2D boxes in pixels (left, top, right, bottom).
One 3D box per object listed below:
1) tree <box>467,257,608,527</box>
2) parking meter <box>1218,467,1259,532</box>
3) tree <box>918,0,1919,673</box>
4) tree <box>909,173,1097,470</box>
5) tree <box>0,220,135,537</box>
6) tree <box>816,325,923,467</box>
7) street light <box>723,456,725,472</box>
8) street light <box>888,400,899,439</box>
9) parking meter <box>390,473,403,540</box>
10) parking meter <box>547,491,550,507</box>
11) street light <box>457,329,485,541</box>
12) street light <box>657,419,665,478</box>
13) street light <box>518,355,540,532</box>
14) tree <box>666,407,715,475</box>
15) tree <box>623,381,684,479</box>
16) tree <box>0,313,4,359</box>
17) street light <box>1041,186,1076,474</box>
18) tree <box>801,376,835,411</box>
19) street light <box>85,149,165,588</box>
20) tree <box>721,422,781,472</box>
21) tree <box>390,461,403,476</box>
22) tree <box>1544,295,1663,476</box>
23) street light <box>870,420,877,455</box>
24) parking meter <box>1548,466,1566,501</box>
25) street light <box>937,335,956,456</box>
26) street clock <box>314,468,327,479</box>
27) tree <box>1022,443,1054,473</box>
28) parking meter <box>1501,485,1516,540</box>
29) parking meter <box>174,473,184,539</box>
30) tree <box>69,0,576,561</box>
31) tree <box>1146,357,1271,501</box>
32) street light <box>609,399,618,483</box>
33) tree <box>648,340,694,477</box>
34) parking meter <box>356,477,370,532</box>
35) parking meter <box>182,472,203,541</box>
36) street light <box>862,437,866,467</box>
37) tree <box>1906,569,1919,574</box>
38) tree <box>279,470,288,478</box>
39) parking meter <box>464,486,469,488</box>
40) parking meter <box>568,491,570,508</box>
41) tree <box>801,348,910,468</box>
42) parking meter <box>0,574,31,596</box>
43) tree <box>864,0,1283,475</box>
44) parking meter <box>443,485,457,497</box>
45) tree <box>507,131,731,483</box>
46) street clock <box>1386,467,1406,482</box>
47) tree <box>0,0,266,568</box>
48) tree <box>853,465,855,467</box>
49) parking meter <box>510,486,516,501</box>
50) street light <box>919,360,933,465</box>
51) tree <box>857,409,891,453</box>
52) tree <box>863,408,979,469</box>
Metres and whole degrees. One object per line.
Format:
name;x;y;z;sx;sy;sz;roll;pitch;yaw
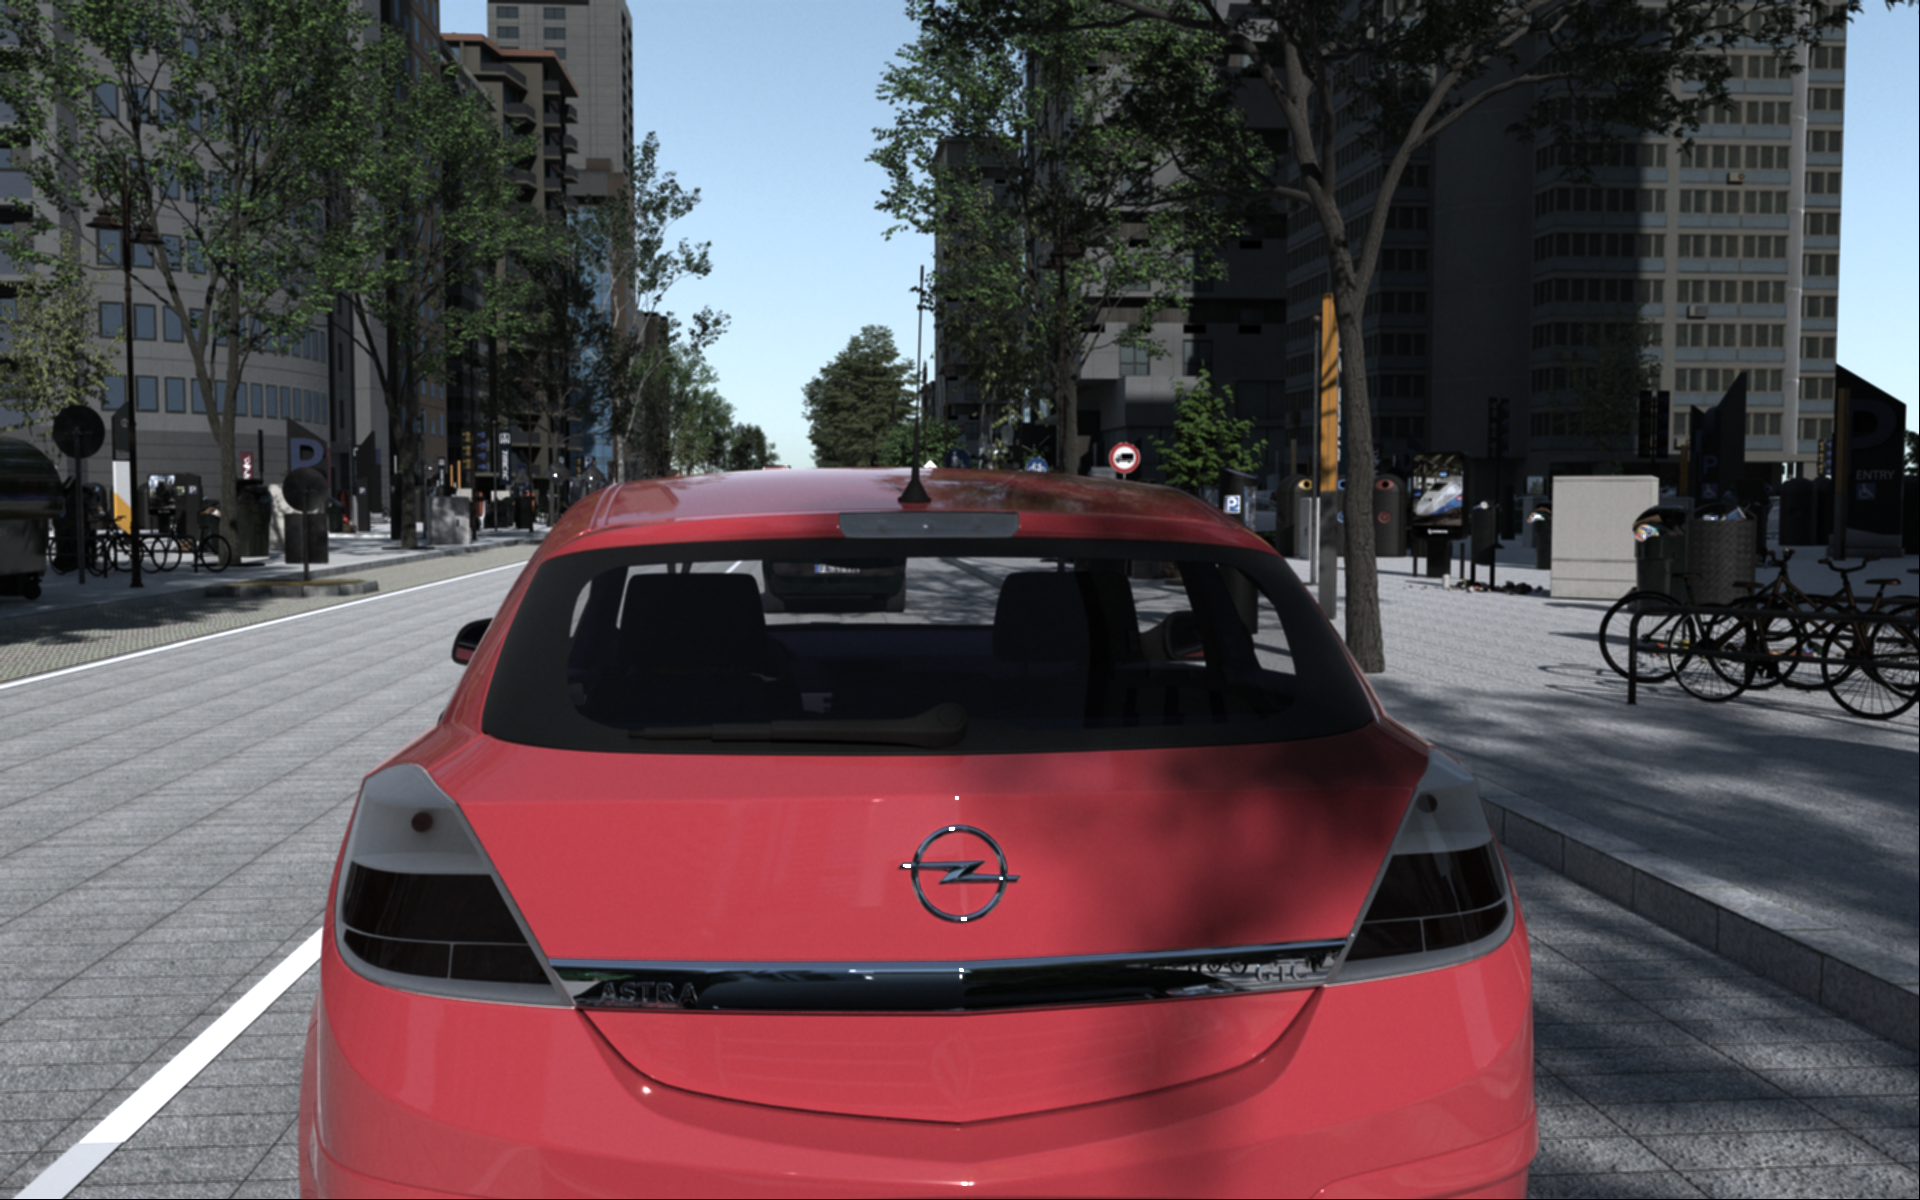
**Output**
tree;-15.792;-8.158;67.800;7.601;10.594;8.767;0;4;5
parking meter;2.558;-0.460;15.924;0.372;1.533;0.369;0;3;0
tree;3.011;-4.778;12.535;8.767;10.594;7.601;1;4;10
tree;0.956;-5.533;40.819;4.737;8.622;4.395;0;3;0
tree;-24.588;-5.904;46.888;4.737;8.622;4.395;0;3;0
tree;-6.042;-12.133;116.495;7.486;12.596;7.792;0;3;0
street light;-24.885;-12.852;182.915;0.468;5.910;1.993;0;4;-5
street light;-3.238;-6.794;83.863;0.468;5.910;1.993;0;4;-5
parking meter;-15.706;-2.607;48.341;0.399;1.863;0.255;3;5;43
parking meter;-30.454;-7.346;128.520;0.372;1.533;0.369;0;3;0
street light;-13.424;-4.581;47.692;0.468;5.910;1.993;0;4;-5
street light;-18.337;-8.163;106.254;0.468;5.910;1.993;0;4;-5
street light;-14.357;-5.201;57.831;0.468;5.910;1.993;0;4;-5
tree;-21.809;-11.509;138.532;4.737;8.622;4.395;0;3;0
tree;-19.733;-9.784;110.324;4.360;8.622;3.978;0;3;0
tree;-24.829;-5.519;40.595;4.360;8.622;3.978;0;3;0
street light;1.549;-3.277;26.371;0.468;5.910;1.993;0;4;-5
tree;-16.064;-24.260;252.538;12.611;20.169;13.585;0;3;0
street light;-11.340;-3.112;23.675;0.468;5.910;1.993;0;4;-5
tree;-33.471;-21.989;276.525;9.611;12.733;9.660;0;3;0
tree;-32.296;-6.462;100.255;1.663;3.219;1.824;0;3;0
tree;23.745;-6.912;63.376;4.737;8.622;4.395;0;3;0
street light;-5.387;-8.283;108.213;0.468;5.910;1.993;0;4;-5
parking meter;12.170;-1.812;35.339;0.255;1.863;0.399;2;4;33
street light;-0.396;-4.747;50.400;0.468;5.910;1.993;0;4;-5
street clock;-18.167;-2.718;49.006;0.471;2.002;0.358;1;4;20
tree;2.732;-4.380;66.222;1.663;3.219;1.824;0;3;0
parking meter;15.404;-2.461;48.646;0.372;1.533;0.369;0;3;0
parking meter;-22.067;-2.650;49.034;0.255;1.863;0.399;-2;4;-29
tree;-12.930;-6.975;39.794;9.928;11.665;9.643;0;3;0
tree;3.303;-1.818;24.332;1.663;3.219;1.824;0;3;0
street light;-16.327;-6.688;82.139;0.468;5.910;1.993;0;4;-5
tree;-20.053;-11.750;117.872;9.928;11.665;9.643;0;3;0
parking meter;-20.251;-3.245;58.770;0.399;1.863;0.255;0;4;-3
parking meter;-20.737;-2.520;46.917;0.399;1.863;0.255;-1;4;-14
street light;-7.281;-9.753;132.246;0.468;5.910;1.993;0;4;-5
tree;16.045;-2.038;27.919;1.663;3.219;1.824;0;3;0
tree;-28.057;-4.878;74.354;1.663;3.219;1.824;0;3;0
parking meter;-32.951;-6.731;115.757;0.255;1.863;0.399;2;4;34
parking meter;-21.236;-5.282;94.768;0.372;1.533;0.369;0;3;0
tree;-8.596;-14.788;148.431;9.857;13.997;8.962;0;3;0
parking meter;-11.986;-0.988;21.862;0.399;1.863;0.255;1;4;22
tree;1.934;-6.520;32.360;9.928;11.665;9.643;0;3;0
parking meter;-14.109;-2.418;47.941;0.372;1.533;0.369;0;3;0
tree;-18.251;-14.457;92.265;12.611;20.169;13.585;0;3;0
street clock;11.667;-2.558;46.386;0.471;2.002;0.358;3;5;39
tree;-13.056;-6.392;30.257;9.928;11.665;9.643;0;3;0
tree;-9.121;-13.069;164.043;4.360;8.622;3.978;0;3;0
parking meter;-30.890;-6.982;119.872;0.399;1.863;0.255;2;4;33
street light;-1.211;-5.324;59.841;0.468;5.910;1.993;0;4;-5
tree;-6.899;-11.605;140.106;4.737;8.622;4.395;0;3;0
tree;-1.261;-5.028;65.915;4.285;4.588;4.351;0;3;0
